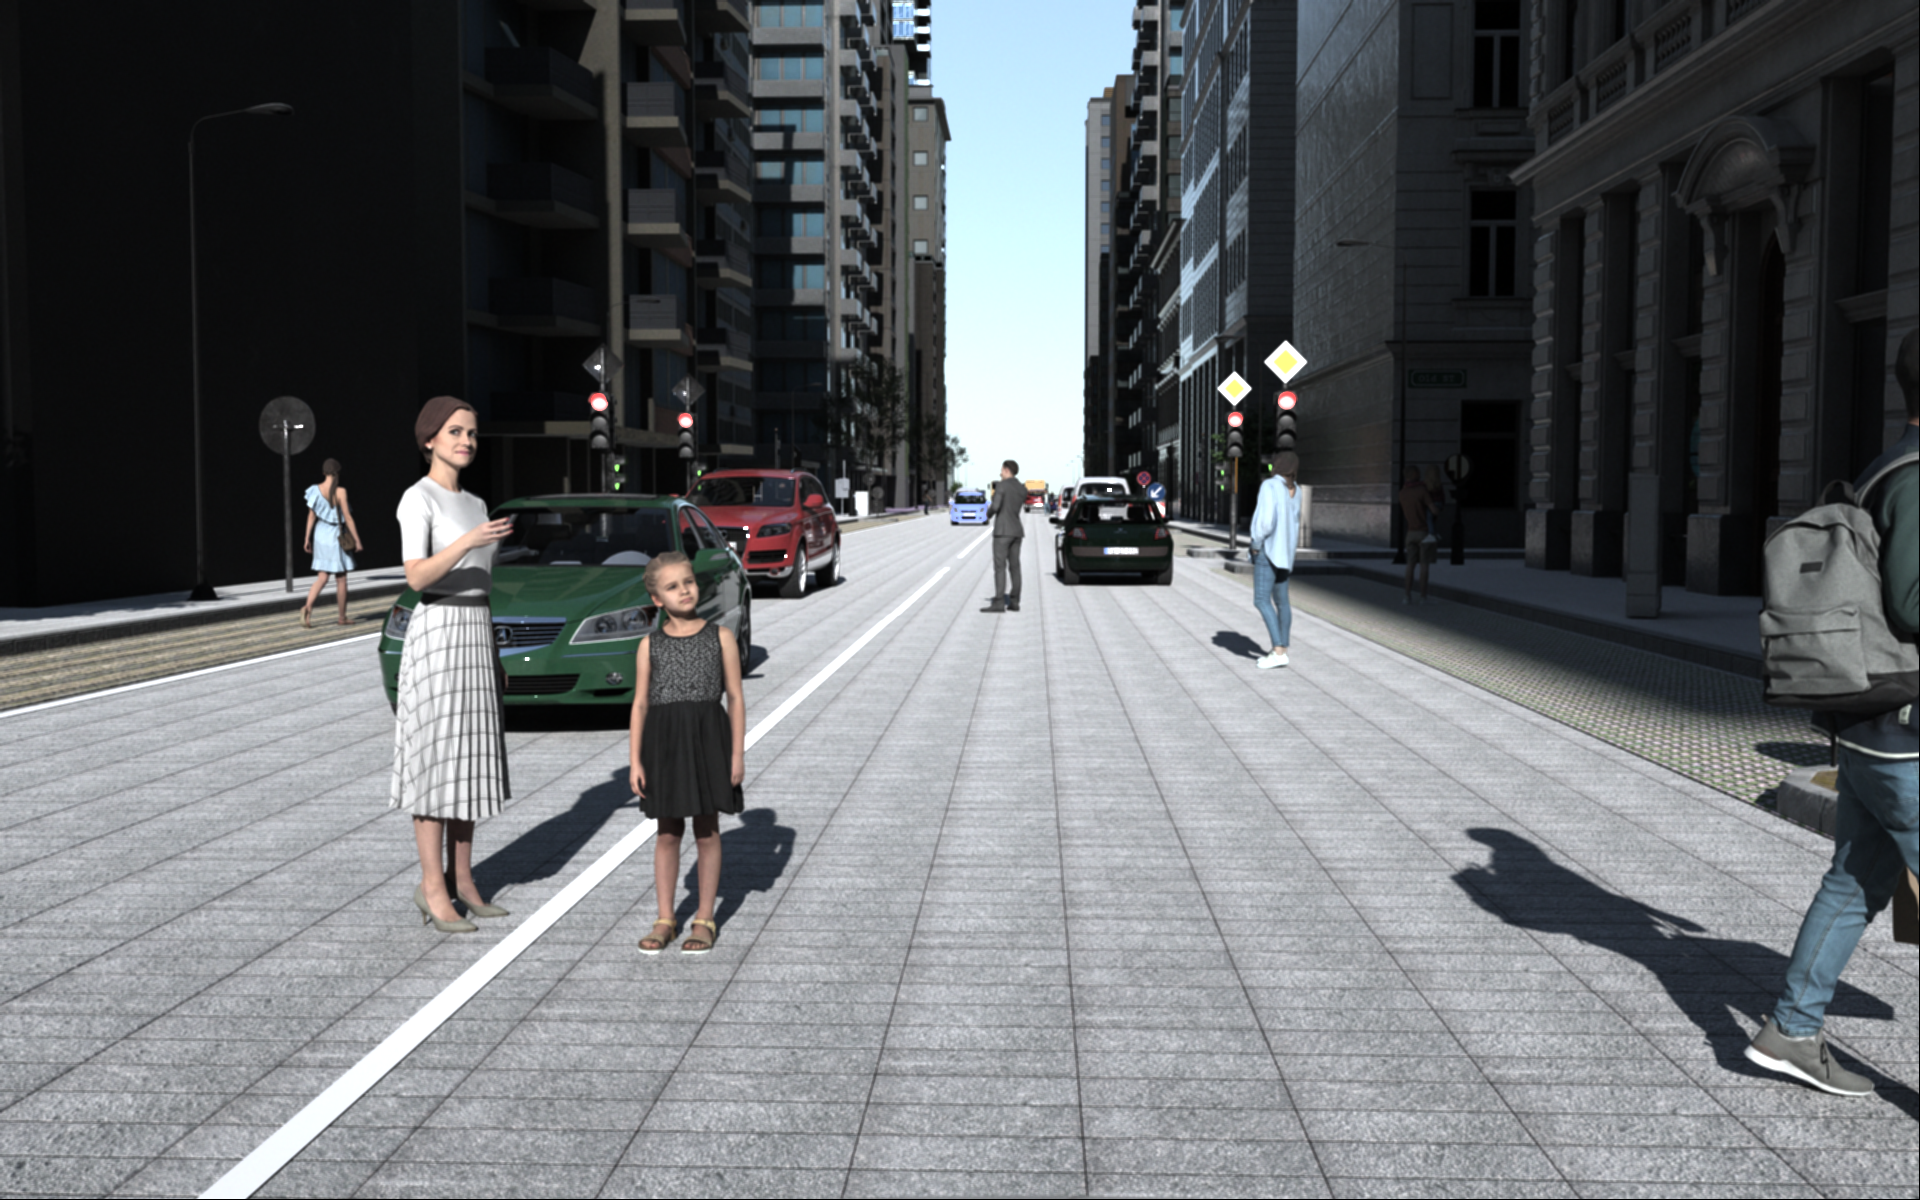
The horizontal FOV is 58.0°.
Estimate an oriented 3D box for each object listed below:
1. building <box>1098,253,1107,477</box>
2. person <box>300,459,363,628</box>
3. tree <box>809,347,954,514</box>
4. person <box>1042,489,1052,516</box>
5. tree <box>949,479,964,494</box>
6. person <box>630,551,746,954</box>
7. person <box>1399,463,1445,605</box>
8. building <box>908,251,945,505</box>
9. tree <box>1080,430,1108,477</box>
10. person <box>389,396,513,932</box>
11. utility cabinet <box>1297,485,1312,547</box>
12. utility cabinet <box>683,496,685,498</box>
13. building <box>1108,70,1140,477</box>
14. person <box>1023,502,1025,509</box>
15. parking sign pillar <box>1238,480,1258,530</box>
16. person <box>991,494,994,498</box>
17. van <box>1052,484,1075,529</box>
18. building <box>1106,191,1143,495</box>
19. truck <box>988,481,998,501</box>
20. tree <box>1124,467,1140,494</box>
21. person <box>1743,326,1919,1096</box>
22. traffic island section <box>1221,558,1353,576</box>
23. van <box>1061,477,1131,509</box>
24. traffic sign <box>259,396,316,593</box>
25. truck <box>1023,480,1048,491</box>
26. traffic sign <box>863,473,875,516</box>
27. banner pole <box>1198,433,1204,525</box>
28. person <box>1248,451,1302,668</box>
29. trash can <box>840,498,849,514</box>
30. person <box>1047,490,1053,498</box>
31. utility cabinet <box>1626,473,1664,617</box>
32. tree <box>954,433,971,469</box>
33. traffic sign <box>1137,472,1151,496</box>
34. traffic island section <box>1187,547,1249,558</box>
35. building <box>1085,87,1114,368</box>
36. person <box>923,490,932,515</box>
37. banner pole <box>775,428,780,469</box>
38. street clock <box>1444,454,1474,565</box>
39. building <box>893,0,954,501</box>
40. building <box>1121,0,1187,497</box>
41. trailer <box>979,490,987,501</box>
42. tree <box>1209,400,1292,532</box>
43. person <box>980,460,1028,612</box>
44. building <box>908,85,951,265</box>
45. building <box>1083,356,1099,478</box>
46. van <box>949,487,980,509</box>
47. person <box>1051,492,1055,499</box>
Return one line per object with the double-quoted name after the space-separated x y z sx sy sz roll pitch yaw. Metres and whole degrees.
23.604 -26.676 207.849 14.160 30.474 14.107 0 4 2 "building"
-6.737 -0.611 18.586 0.616 1.811 0.778 1 4 18 "person"
-5.990 -10.774 110.566 8.767 10.594 7.601 1 4 21 "tree"
5.657 -6.381 113.175 0.623 1.781 0.721 0 4 -5 "person"
-0.494 -14.121 225.480 1.663 3.219 1.824 0 3 0 "tree"
-0.857 0.472 5.454 0.362 1.253 0.373 0 4 4 "person"
5.967 -0.848 22.340 0.580 1.828 0.573 0 4 6 "person"
-9.185 -26.634 207.159 14.160 30.474 14.107 0 4 2 "building"
15.890 -15.231 199.385 4.360 8.622 3.978 0 3 0 "tree"
-1.614 0.205 5.725 0.524 1.755 0.480 1 4 16 "person"
8.070 -2.014 41.604 0.318 1.500 1.173 -1 4 -15 "utility cabinet"
-7.660 -2.300 48.768 0.306 1.237 1.020 1 4 16 "utility cabinet"
22.882 -32.522 181.843 14.600 45.320 14.200 0 4 2 "building"
6.302 -9.639 166.227 1.348 1.807 0.705 -1 4 -11 "person"
10.826 -4.544 62.765 1.447 3.967 1.447 -2 4 -27 "parking sign pillar"
4.633 -13.497 229.892 1.217 1.735 0.721 3 5 41 "person"
4.885 -4.020 72.743 2.013 2.044 4.112 0 4 3 "van"
21.791 -24.190 167.211 14.160 30.474 14.107 0 4 2 "building"
5.945 -15.794 254.149 3.469 3.379 9.791 0 4 3 "truck"
12.075 -7.782 121.832 1.663 3.219 1.824 0 3 0 "tree"
2.208 0.276 3.975 0.713 1.824 0.794 2 4 34 "person"
5.967 -0.587 31.883 2.009 0.180 2.903 0 4 2 "traffic island section"
3.560 -2.245 43.716 2.013 2.044 4.112 0 4 4 "van"
-8.743 -1.370 22.507 0.768 2.556 0.104 0 4 6 "traffic sign"
10.215 -14.647 235.401 3.469 3.379 9.791 0 4 3 "truck"
-5.404 -6.290 102.946 0.768 2.556 0.104 1 4 10 "traffic sign"
9.918 -4.973 71.330 0.401 3.779 0.863 -1 4 -9 "banner pole"
2.655 -0.351 14.497 0.793 1.790 0.793 1 4 9 "person"
-7.569 -6.215 113.262 0.748 1.137 0.748 0 3 0 "trash can"
7.967 -9.238 159.177 1.348 1.869 0.705 1 4 11 "person"
7.242 -0.586 18.267 0.318 1.500 1.173 2 4 24 "utility cabinet"
-3.028 -15.605 189.559 8.767 10.594 7.601 -1 4 -9 "tree"
10.388 -5.976 97.808 0.768 2.556 0.104 0 4 7 "traffic sign"
6.300 -1.075 39.861 2.009 0.180 2.903 0 4 2 "traffic island section"
29.082 -43.761 257.493 21.231 58.520 28.212 0 4 2 "building"
-2.277 -6.825 120.808 0.721 1.735 1.217 -2 4 -27 "person"
-6.937 -4.648 66.016 0.401 3.779 0.863 1 4 8 "banner pole"
9.029 -1.640 31.386 0.471 2.002 0.358 3 4 36 "street clock"
-11.784 -57.709 256.215 22.319 86.520 31.000 0 4 2 "building"
25.784 -32.086 144.219 23.786 49.044 30.456 0 4 2 "building"
3.333 -15.847 266.148 1.471 1.999 3.904 0 4 3 "trailer"
10.293 -4.611 59.097 4.285 4.588 4.351 0 3 0 "tree"
0.513 -0.787 21.172 0.447 1.846 0.655 3 5 42 "person"
-15.997 -39.080 228.202 28.713 52.752 27.495 0 4 2 "building"
30.660 -23.547 230.030 27.650 21.520 28.899 0 4 2 "building"
0.405 -5.839 102.473 2.013 2.044 4.112 0 4 4 "van"
13.941 -15.518 262.245 1.348 1.821 0.705 -1 4 -15 "person"
